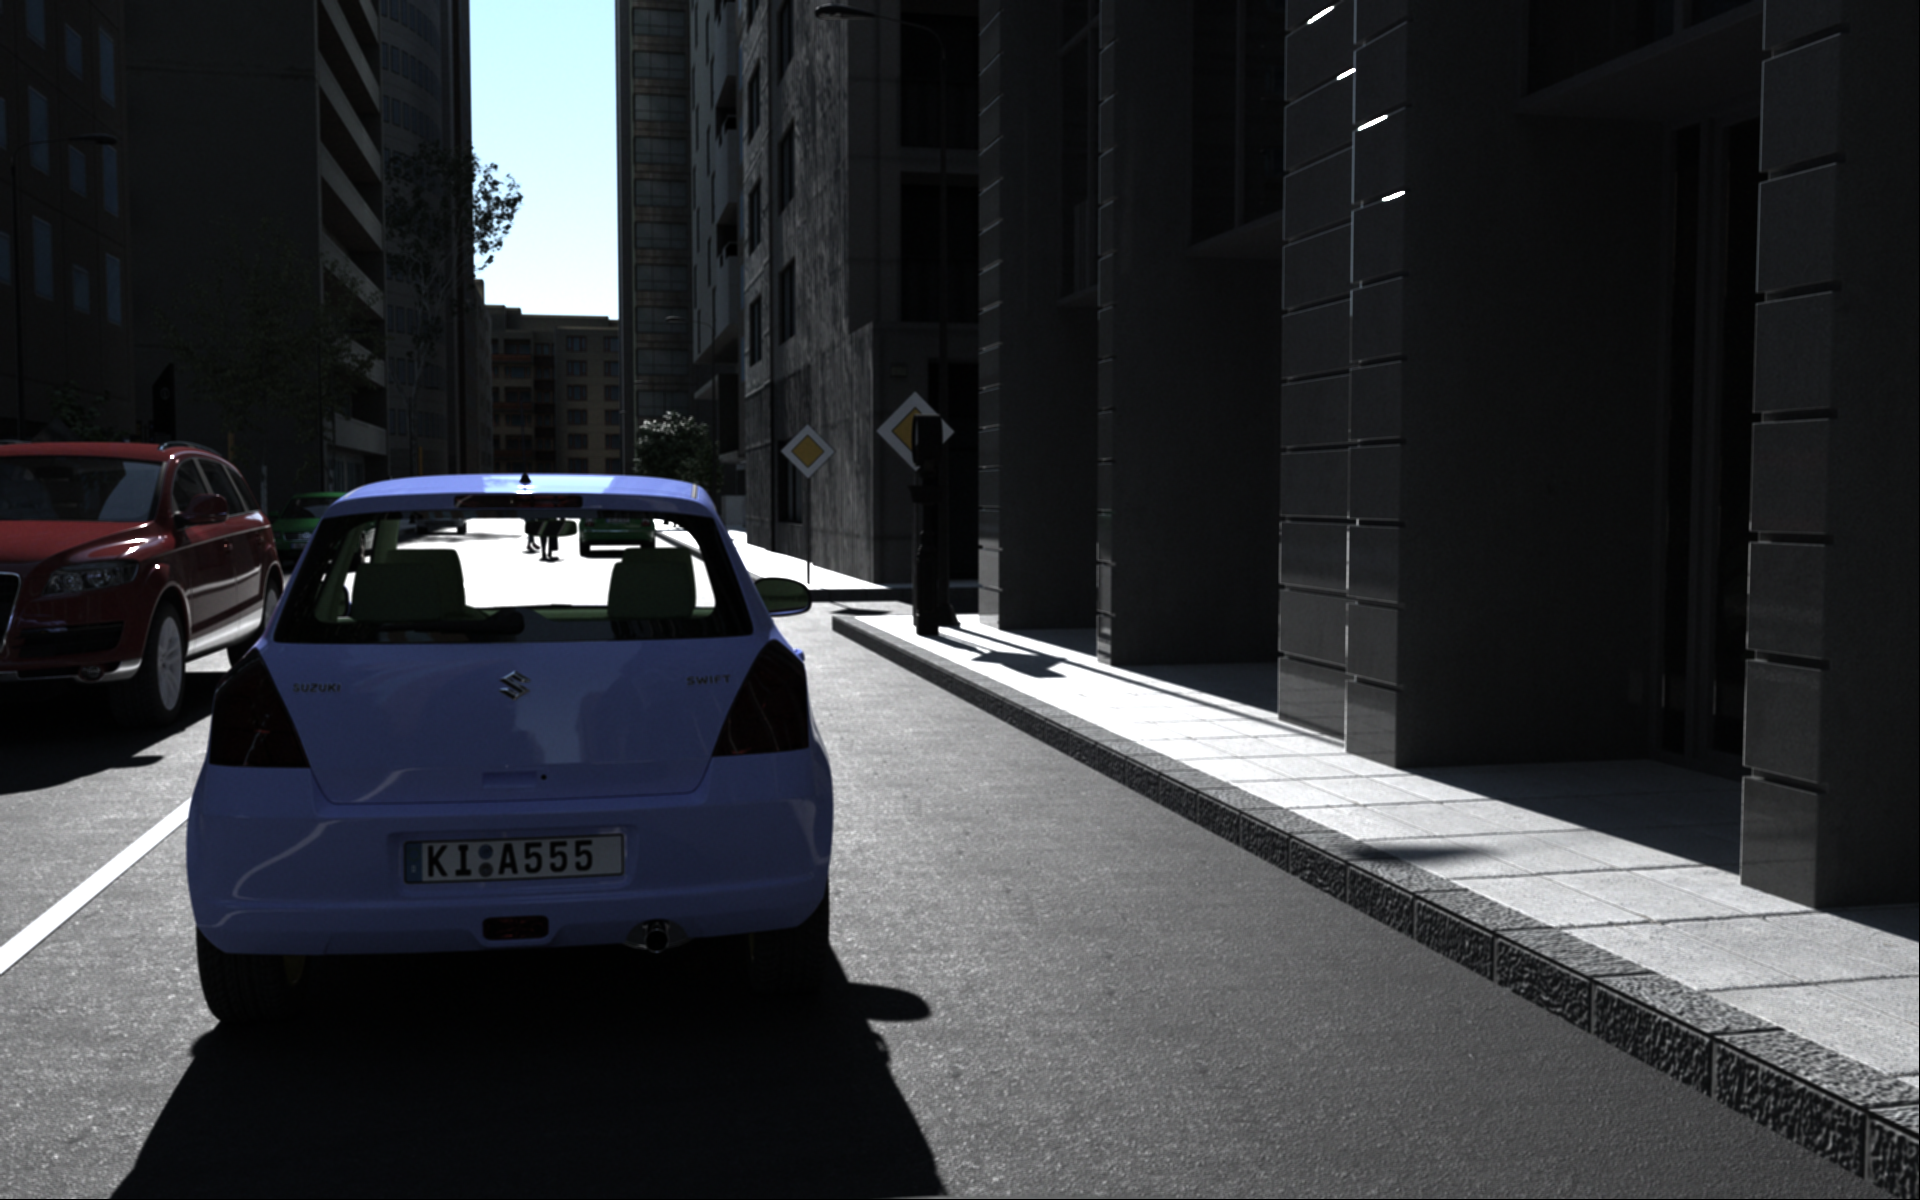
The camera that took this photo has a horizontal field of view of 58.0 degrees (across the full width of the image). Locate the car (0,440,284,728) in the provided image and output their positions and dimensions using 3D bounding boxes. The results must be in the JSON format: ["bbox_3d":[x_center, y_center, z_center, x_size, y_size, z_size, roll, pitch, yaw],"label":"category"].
[{"bbox_3d":[-6.172,-0.211,12.118,2.281,1.827,5.304,-1,4,-11],"label":"car"}]

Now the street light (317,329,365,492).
[{"bbox_3d":[-17.443,-4.663,48.778,1.470,5.913,1.316,-1,4,-12],"label":"street light"}]

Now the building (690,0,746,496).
[{"bbox_3d":[-22.727,-37.161,196.824,27.495,52.752,28.713,-1,4,-12],"label":"building"}]

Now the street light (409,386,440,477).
[{"bbox_3d":[-23.102,-6.248,74.697,1.470,5.913,1.316,-1,4,-12],"label":"street light"}]

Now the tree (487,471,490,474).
[{"bbox_3d":[-38.657,-9.044,142.462,1.663,3.219,1.824,0,3,0],"label":"tree"}]

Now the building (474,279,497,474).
[{"bbox_3d":[-57.090,-18.881,153.751,28.899,21.520,27.650,-1,4,-12],"label":"building"}]

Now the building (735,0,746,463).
[{"bbox_3d":[0.327,-24.799,55.579,14.600,45.320,14.200,-1,4,-12],"label":"building"}]

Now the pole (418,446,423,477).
[{"bbox_3d":[-23.042,-4.902,73.986,0.158,3.312,0.155,0,3,0],"label":"pole"}]

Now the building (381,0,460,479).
[{"bbox_3d":[-43.008,-34.528,106.534,21.231,58.520,28.212,-1,4,-12],"label":"building"}]

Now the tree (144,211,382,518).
[{"bbox_3d":[-18.192,-5.756,44.476,4.737,8.622,4.395,0,3,0],"label":"tree"}]

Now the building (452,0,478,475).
[{"bbox_3d":[-43.791,-29.285,128.921,14.600,45.320,14.200,-1,4,-12],"label":"building"}]

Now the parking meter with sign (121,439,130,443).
[{"bbox_3d":[-26.923,-3.597,55.074,1.738,3.016,0.543,2,4,28],"label":"parking meter with sign"}]

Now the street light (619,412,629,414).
[{"bbox_3d":[-18.536,-7.670,97.942,1.470,5.913,1.316,-1,4,-12],"label":"street light"}]

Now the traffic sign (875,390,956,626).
[{"bbox_3d":[-0.438,-0.807,16.831,0.795,2.450,0.064,-1,4,-12],"label":"traffic sign"}]

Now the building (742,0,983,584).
[{"bbox_3d":[6.626,-36.479,34.678,20.611,71.187,20.563,-1,4,-12],"label":"building"}]

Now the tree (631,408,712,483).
[{"bbox_3d":[-10.881,-5.044,66.184,4.285,4.588,4.351,0,3,0],"label":"tree"}]

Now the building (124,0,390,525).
[{"bbox_3d":[-33.836,-26.945,64.252,21.300,48.544,21.600,-1,4,-12],"label":"building"}]

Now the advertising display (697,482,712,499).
[{"bbox_3d":[-10.626,-4.015,70.854,0.974,1.923,0.123,-1,4,-14],"label":"advertising display"}]

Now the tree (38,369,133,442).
[{"bbox_3d":[-13.684,-1.959,26.639,1.663,3.219,1.824,0,3,0],"label":"tree"}]

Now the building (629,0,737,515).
[{"bbox_3d":[-14.134,-26.192,111.837,14.154,41.232,14.086,-1,4,-12],"label":"building"}]

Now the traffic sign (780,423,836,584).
[{"bbox_3d":[-2.163,-1.284,24.629,0.795,2.450,0.064,-1,4,-12],"label":"traffic sign"}]

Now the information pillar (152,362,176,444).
[{"bbox_3d":[-14.187,-2.422,30.951,0.504,3.616,0.183,2,4,26],"label":"information pillar"}]

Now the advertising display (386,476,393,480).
[{"bbox_3d":[-19.953,-3.389,60.631,0.123,1.923,0.974,-1,4,-13],"label":"advertising display"}]

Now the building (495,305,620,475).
[{"bbox_3d":[-49.964,-21.121,190.370,28.899,21.520,27.650,-1,4,-12],"label":"building"}]

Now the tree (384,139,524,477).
[{"bbox_3d":[-28.494,-14.093,86.304,12.611,20.169,13.585,0,3,0],"label":"tree"}]

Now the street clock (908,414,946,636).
[{"bbox_3d":[-0.299,-0.683,15.737,0.358,2.002,0.471,-1,4,-9],"label":"street clock"}]

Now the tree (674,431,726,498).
[{"bbox_3d":[-7.631,-3.564,52.865,1.663,3.219,1.824,0,3,0],"label":"tree"}]

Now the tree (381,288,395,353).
[{"bbox_3d":[-19.387,-6.253,52.592,4.737,8.622,4.395,0,3,0],"label":"tree"}]

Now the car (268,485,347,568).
[{"bbox_3d":[-12.554,-1.563,34.356,1.959,1.807,4.718,-1,4,-11],"label":"car"}]

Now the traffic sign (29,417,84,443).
[{"bbox_3d":[-11.731,-1.156,22.540,0.795,2.450,0.064,-1,4,-12],"label":"traffic sign"}]

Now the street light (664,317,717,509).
[{"bbox_3d":[-7.037,-4.475,45.712,1.470,5.913,1.316,-1,4,-12],"label":"street light"}]

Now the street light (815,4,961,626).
[{"bbox_3d":[-0.691,-2.703,16.727,1.470,5.913,1.316,-1,4,-12],"label":"street light"}]

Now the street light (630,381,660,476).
[{"bbox_3d":[-12.732,-6.059,71.599,1.470,5.913,1.316,-1,4,-12],"label":"street light"}]

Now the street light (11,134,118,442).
[{"bbox_3d":[-11.567,-3.049,22.393,1.470,5.913,1.316,-1,4,-12],"label":"street light"}]

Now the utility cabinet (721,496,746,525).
[{"bbox_3d":[-9.329,-3.681,71.340,1.020,1.237,0.306,-3,5,-41],"label":"utility cabinet"}]

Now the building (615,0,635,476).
[{"bbox_3d":[-20.971,-37.788,159.826,21.231,58.520,28.212,-1,4,-12],"label":"building"}]

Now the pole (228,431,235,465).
[{"bbox_3d":[-23.683,-3.824,56.370,0.158,3.312,0.155,0,3,0],"label":"pole"}]

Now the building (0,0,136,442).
[{"bbox_3d":[-24.988,-23.355,31.973,14.600,45.320,14.200,-1,4,-12],"label":"building"}]

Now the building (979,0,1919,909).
[{"bbox_3d":[8.614,-13.797,3.068,11.434,29.767,29.804,-1,4,-12],"label":"building"}]

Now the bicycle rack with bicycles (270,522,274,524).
[{"bbox_3d":[-17.500,-1.670,40.686,2.925,0.926,2.852,-2,4,-29],"label":"bicycle rack with bicycles"}]

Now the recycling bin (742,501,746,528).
[{"bbox_3d":[-7.917,-3.310,66.668,0.722,1.027,0.722,1,4,17],"label":"recycling bin"}]

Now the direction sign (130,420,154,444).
[{"bbox_3d":[-24.992,-3.744,53.218,0.876,3.537,0.379,-1,4,-18],"label":"direction sign"}]

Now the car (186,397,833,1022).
[{"bbox_3d":[-1.453,0.213,6.111,1.945,1.707,3.694,-1,4,-11],"label":"car"}]
